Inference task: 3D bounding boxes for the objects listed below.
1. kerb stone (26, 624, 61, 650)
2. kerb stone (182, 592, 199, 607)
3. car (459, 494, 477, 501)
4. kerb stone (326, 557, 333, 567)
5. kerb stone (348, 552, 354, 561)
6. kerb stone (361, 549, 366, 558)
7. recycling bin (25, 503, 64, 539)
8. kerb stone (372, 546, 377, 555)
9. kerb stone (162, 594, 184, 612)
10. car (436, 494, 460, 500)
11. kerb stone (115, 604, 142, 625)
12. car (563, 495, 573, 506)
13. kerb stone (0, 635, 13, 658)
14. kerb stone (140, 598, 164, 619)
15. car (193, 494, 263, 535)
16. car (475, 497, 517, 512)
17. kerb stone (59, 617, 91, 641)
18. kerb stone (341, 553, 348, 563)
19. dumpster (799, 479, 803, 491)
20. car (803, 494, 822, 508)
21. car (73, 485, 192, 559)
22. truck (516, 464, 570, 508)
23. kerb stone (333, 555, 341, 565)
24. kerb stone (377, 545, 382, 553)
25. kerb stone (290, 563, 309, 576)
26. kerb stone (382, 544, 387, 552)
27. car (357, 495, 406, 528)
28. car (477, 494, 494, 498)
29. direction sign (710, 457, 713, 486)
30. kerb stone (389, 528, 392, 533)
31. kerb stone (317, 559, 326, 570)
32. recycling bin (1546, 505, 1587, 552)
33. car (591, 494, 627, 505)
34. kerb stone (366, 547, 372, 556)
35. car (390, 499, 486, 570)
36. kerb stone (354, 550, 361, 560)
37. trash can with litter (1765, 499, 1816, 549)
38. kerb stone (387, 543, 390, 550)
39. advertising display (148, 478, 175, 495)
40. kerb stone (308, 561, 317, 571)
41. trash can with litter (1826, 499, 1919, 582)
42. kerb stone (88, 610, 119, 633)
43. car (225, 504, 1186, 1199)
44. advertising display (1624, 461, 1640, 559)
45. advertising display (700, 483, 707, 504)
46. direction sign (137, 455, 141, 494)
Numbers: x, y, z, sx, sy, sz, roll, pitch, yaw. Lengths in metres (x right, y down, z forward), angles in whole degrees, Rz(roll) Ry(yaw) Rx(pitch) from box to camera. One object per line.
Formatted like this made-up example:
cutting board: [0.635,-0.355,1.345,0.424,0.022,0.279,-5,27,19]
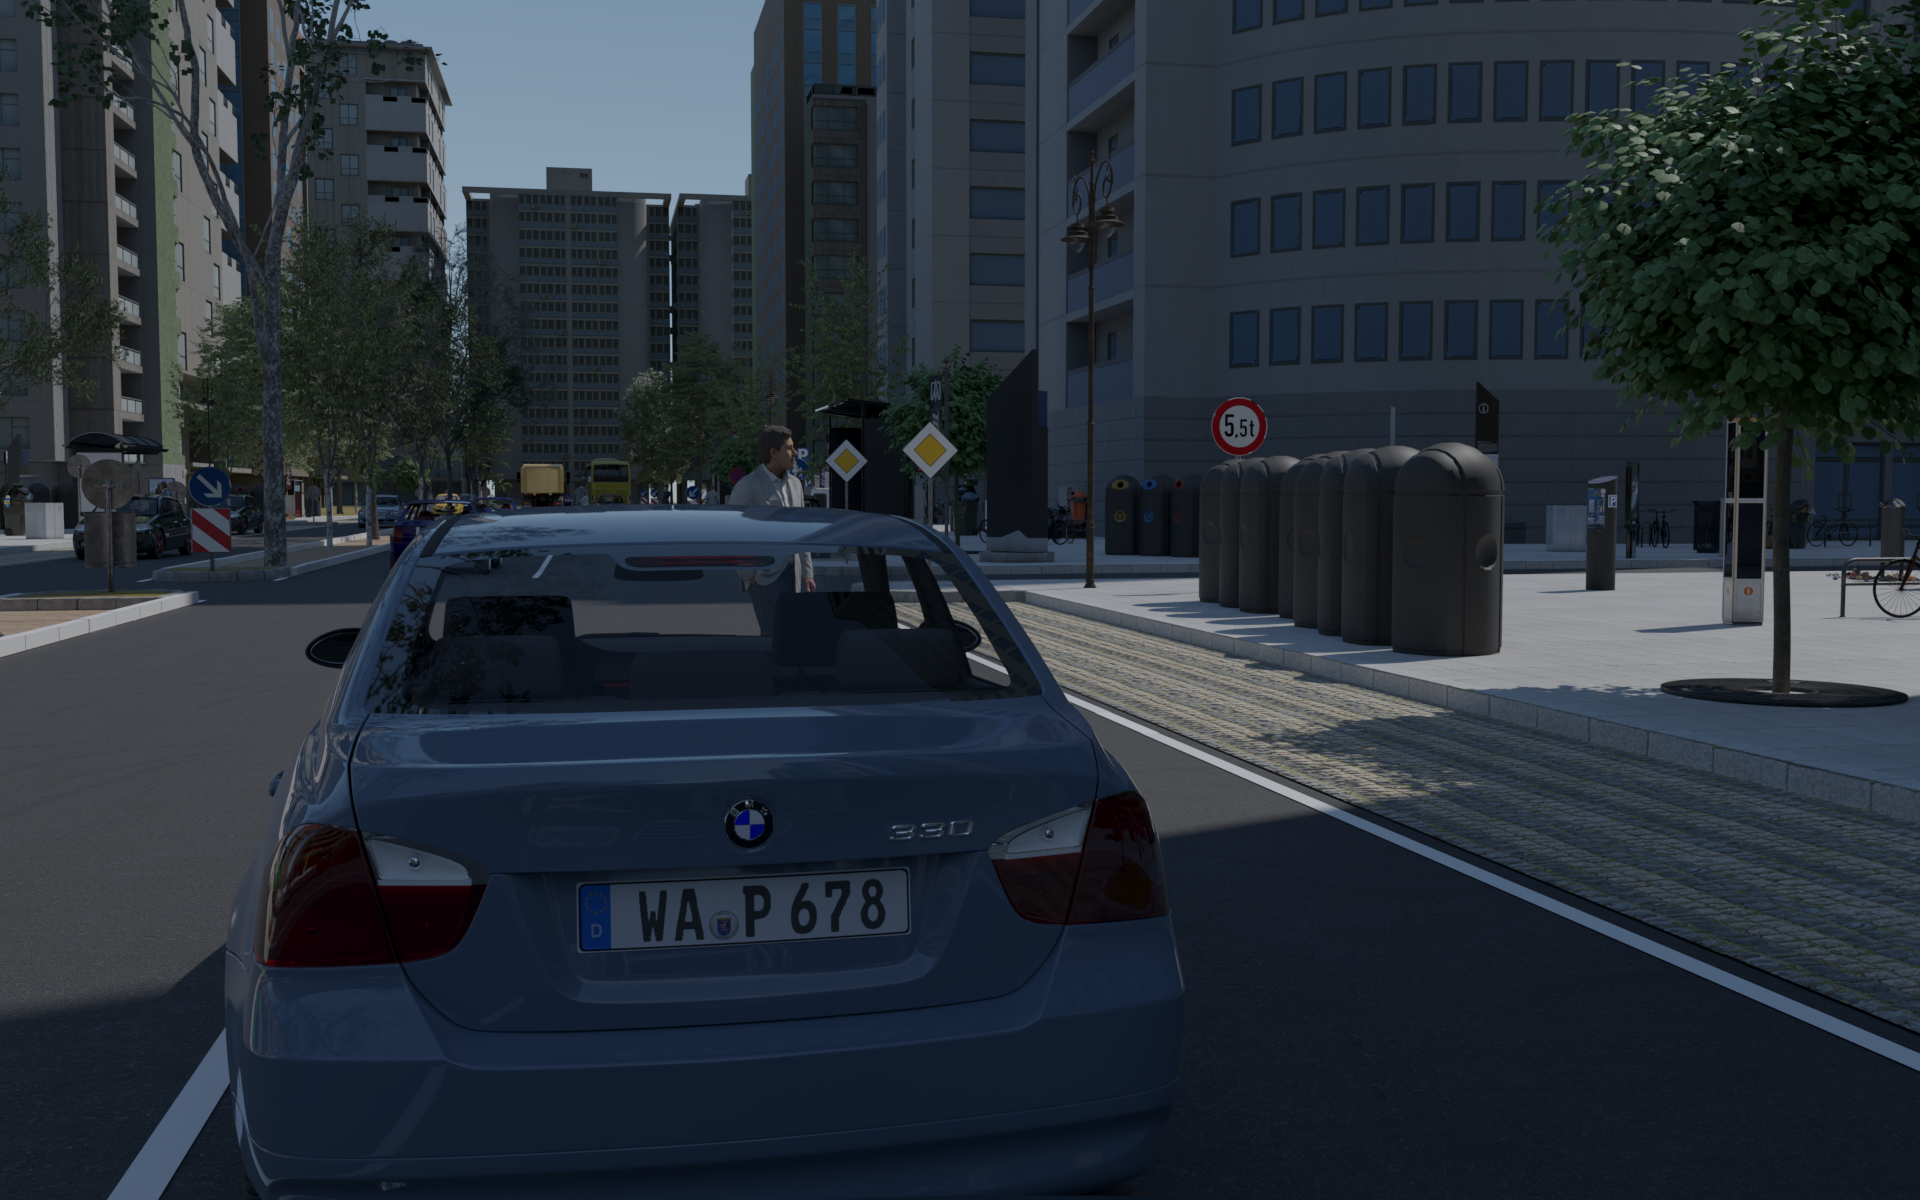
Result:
kerb stone: [-8.701,0.365,16.307,0.120,0.150,1.000,-1,4,-12]
kerb stone: [-9.984,-0.005,22.318,0.120,0.150,1.000,-1,4,-12]
car: [-39.908,-7.855,140.229,2.131,1.459,4.920,-1,4,-13]
kerb stone: [-12.463,-0.714,33.911,0.120,0.150,1.000,-1,4,-12]
kerb stone: [-13.096,-0.901,36.924,0.120,0.150,1.000,-1,4,-12]
kerb stone: [-13.528,-1.023,38.925,0.120,0.150,1.000,-1,4,-12]
recycling bin: [-26.099,-2.252,49.372,0.722,1.027,0.722,1,4,16]
kerb stone: [-13.956,-1.142,40.934,0.120,0.150,1.000,-1,4,-12]
kerb stone: [-9.767,0.054,21.319,0.120,0.150,1.000,-1,4,-12]
car: [-32.630,-6.122,110.325,2.015,1.641,3.980,-1,4,-12]
kerb stone: [-9.340,0.176,19.313,0.120,0.150,1.000,-1,4,-12]
car: [-39.938,-10.057,177.018,1.945,1.354,3.894,-1,4,-11]
kerb stone: [-8.486,0.421,15.305,0.120,0.150,1.000,-1,4,-12]
kerb stone: [-9.555,0.115,20.319,0.120,0.150,1.000,-1,4,-12]
car: [-25.888,-3.145,61.211,2.009,1.686,4.222,-1,4,-10]
car: [-14.763,-2.591,54.943,1.945,1.354,3.894,-1,4,-14]
kerb stone: [-8.914,0.306,17.307,0.120,0.150,1.000,-1,4,-12]
kerb stone: [-12.884,-0.839,35.919,0.120,0.150,1.000,-1,4,-12]
dumpster: [-6.943,-4.324,73.196,1.502,2.255,1.985,-1,4,-12]
car: [-3.987,-1.838,39.840,2.009,1.686,4.222,-1,4,-11]
car: [-18.732,-1.807,39.327,2.009,1.686,4.222,-1,4,-10]
truck: [-26.772,-7.052,111.224,3.469,3.379,9.791,-1,4,-13]
kerb stone: [-12.669,-0.775,34.916,0.120,0.150,1.000,-1,4,-12]
kerb stone: [-14.175,-1.208,41.940,0.120,0.150,1.000,-1,4,-12]
kerb stone: [-11.811,-0.526,30.907,0.120,0.150,1.000,-1,4,-12]
kerb stone: [-14.384,-1.268,42.940,0.120,0.150,1.000,-1,4,-12]
car: [-24.951,-3.843,74.839,2.014,1.417,4.499,-1,4,-14]
car: [-44.659,-9.260,163.192,2.131,1.459,4.920,-1,4,-12]
direction sign: [-15.219,-6.974,106.026,0.379,3.537,0.876,-1,4,-17]
kerb stone: [-20.711,-2.463,62.520,0.120,0.150,1.000,-1,4,-12]
kerb stone: [-12.245,-0.655,32.912,0.120,0.150,1.000,-1,4,-12]
recycling bin: [13.531,-1.597,38.659,0.722,1.027,0.722,0,4,6]
car: [-19.353,-5.248,95.591,2.009,1.686,4.222,-1,4,-13]
kerb stone: [-13.740,-1.083,39.935,0.120,0.150,1.000,-1,4,-12]
car: [-9.535,-1.206,32.304,1.945,1.354,3.894,-1,4,-10]
kerb stone: [-13.312,-0.962,37.925,0.120,0.150,1.000,-1,4,-12]
trash can with litter: [19.337,-1.776,40.428,1.055,1.170,0.624,-1,4,-12]
kerb stone: [-14.595,-1.330,43.943,0.120,0.150,1.000,-1,4,-12]
advertising display: [-31.536,-3.869,68.469,0.974,1.923,0.123,-1,4,-14]
kerb stone: [-12.040,-0.594,31.903,0.120,0.150,1.000,-1,4,-12]
trash can with litter: [13.851,-0.909,25.924,1.678,1.210,2.233,0,4,-1]
kerb stone: [-9.125,0.240,18.314,0.120,0.150,1.000,-1,4,-12]
car: [-0.803,0.442,4.768,2.014,1.417,4.499,-1,4,-13]
advertising display: [13.444,-1.801,34.660,0.123,1.923,0.974,2,4,30]
advertising display: [-15.365,-6.020,103.643,0.123,1.923,0.974,1,4,10]
direction sign: [-38.591,-5.470,81.432,0.379,3.537,0.876,-2,4,-34]
